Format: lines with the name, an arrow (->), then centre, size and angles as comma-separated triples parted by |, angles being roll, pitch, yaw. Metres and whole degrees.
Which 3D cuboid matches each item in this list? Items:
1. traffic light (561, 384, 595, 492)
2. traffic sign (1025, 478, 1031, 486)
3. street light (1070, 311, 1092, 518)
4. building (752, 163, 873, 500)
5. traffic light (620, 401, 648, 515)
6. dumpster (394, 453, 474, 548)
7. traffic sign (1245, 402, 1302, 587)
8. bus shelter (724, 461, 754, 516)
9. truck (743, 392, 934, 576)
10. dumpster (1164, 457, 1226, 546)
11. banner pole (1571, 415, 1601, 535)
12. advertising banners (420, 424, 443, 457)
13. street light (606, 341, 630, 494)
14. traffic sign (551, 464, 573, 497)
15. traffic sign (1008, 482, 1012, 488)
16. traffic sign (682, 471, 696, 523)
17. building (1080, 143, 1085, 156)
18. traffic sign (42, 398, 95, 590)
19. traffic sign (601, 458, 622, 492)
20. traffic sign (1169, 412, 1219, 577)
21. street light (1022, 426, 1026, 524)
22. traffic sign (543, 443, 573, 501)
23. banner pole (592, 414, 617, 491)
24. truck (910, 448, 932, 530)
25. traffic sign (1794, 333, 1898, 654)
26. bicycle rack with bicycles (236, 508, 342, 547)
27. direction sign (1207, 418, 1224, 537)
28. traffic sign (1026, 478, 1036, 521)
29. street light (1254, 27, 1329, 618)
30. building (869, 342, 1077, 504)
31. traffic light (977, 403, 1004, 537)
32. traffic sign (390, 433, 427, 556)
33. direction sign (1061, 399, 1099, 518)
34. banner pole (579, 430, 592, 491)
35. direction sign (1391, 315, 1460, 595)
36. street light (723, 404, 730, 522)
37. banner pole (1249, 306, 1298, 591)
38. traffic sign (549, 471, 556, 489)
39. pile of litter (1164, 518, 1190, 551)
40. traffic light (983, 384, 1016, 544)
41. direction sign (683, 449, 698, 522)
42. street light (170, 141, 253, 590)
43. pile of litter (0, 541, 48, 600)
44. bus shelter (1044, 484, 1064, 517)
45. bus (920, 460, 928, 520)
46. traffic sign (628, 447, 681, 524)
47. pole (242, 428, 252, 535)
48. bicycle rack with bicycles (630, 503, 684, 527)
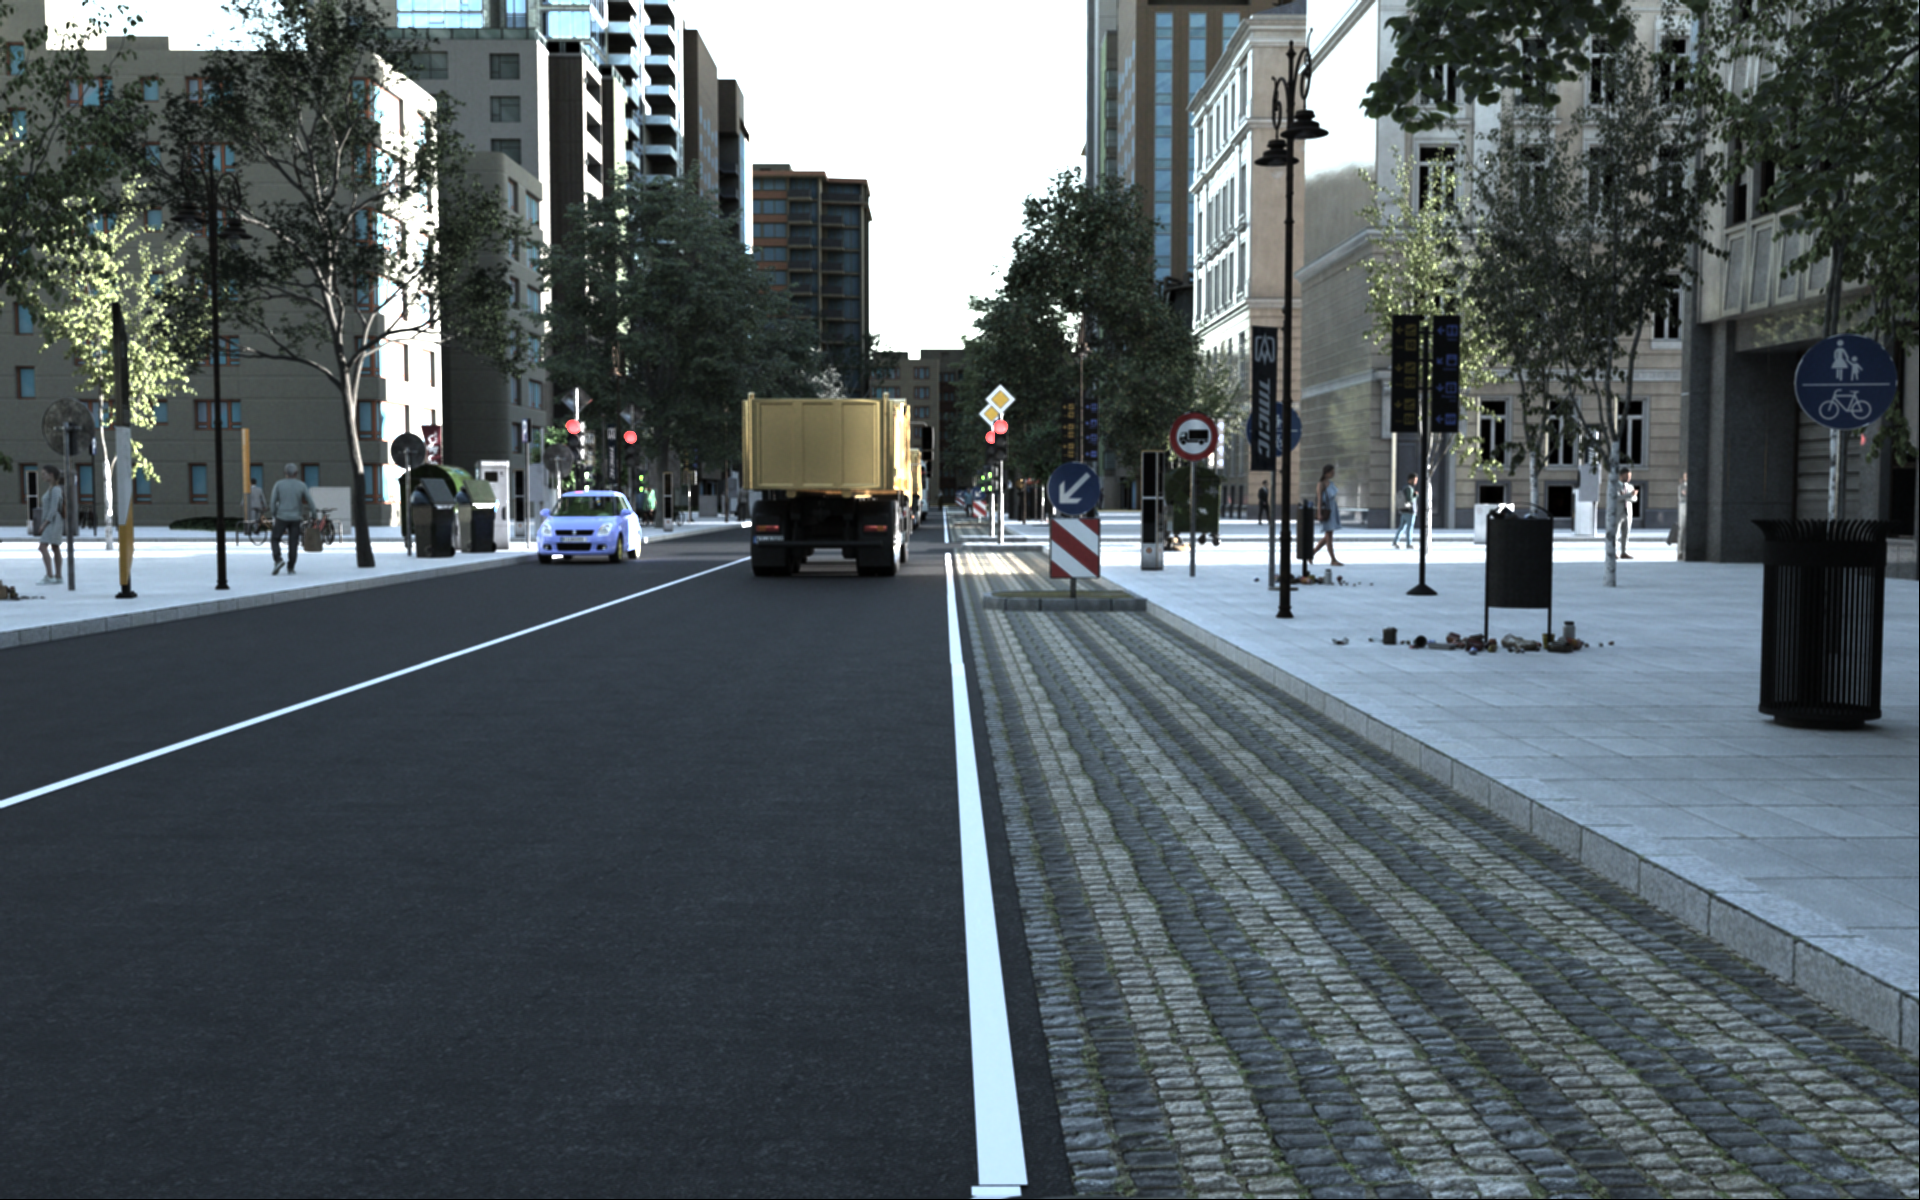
traffic light -> -9.750, -3.377, 44.140 | 0.839, 4.253, 0.868 | 0, 4, -1
traffic sign -> 3.795, -5.865, 95.999 | 0.768, 2.556, 0.104 | 0, 4, 4
street light -> 3.057, -4.351, 43.919 | 0.468, 5.910, 1.993 | 0, 4, -1
building -> -26.320, -35.313, 231.997 | 28.867, 44.769, 22.147 | 0, 4, -1
traffic light -> -9.830, -3.866, 52.125 | 0.839, 4.253, 0.868 | 0, 4, -1
dumpster -> -12.450, -2.368, 41.206 | 1.502, 2.255, 1.985 | 0, 4, 0
traffic sign -> 4.319, -1.456, 23.920 | 0.768, 2.556, 0.104 | 0, 4, 8
bus shelter -> -12.808, -6.701, 103.487 | 2.014, 3.302, 5.546 | 0, 4, -1
truck -> -2.340, -2.326, 33.955 | 3.469, 3.379, 9.791 | 0, 4, 1
dumpster -> 5.766, -2.499, 43.349 | 1.502, 2.255, 1.985 | 0, 4, -1
banner pole -> 19.774, -3.954, 54.670 | 0.863, 3.779, 0.401 | 2, 4, 27
advertising banners -> -12.577, -2.919, 43.906 | 2.074, 3.025, 0.090 | -2, 4, -23
street light -> -10.309, -4.867, 52.364 | 0.468, 5.910, 1.993 | 0, 4, -1
traffic sign -> -12.637, -3.349, 54.862 | 0.768, 2.556, 0.104 | 0, 4, 8
traffic sign -> 3.530, -7.693, 127.912 | 0.606, 2.300, 0.079 | 0, 4, 5
traffic sign -> -11.857, -4.507, 75.817 | 0.606, 2.300, 0.079 | 0, 4, 8
building -> 31.068, -39.545, 235.798 | 27.495, 52.752, 28.713 | 0, 4, -1
traffic sign -> -11.854, -1.402, 23.032 | 0.768, 2.556, 0.104 | 1, 4, 9
traffic sign -> -12.058, -3.657, 59.904 | 0.768, 2.556, 0.104 | 1, 4, 8
traffic sign -> 3.620, -1.638, 26.888 | 0.768, 2.556, 0.104 | 0, 4, 1
street light -> 2.758, -6.203, 74.214 | 0.468, 5.910, 1.993 | 0, 4, -1
traffic sign -> -10.060, -2.646, 43.360 | 0.768, 2.556, 0.104 | 0, 4, 2
banner pole -> -10.991, -3.927, 54.222 | 0.401, 3.779, 0.863 | 2, 4, 28
truck -> -2.997, -4.684, 72.509 | 3.469, 3.379, 9.791 | 0, 4, 1
traffic sign -> 7.036, -0.840, 13.843 | 0.768, 2.556, 0.104 | 1, 4, 9
bicycle rack with bicycles -> -16.633, -1.843, 43.512 | 2.852, 0.926, 2.925 | 1, 4, 12
direction sign -> 7.666, -3.672, 52.031 | 0.379, 3.537, 0.876 | 3, 5, 40
traffic sign -> 3.581, -5.012, 81.954 | 0.884, 2.594, 0.081 | 0, 4, 4
street light -> 3.375, -2.754, 17.823 | 0.468, 5.910, 1.993 | 0, 4, -1
building -> 2.675, -23.886, 235.568 | 28.899, 21.520, 27.650 | 0, 4, -1
traffic light -> 0.931, -3.873, 52.247 | 0.839, 4.253, 0.868 | 0, 4, -1
traffic sign -> -11.422, -2.187, 35.862 | 0.768, 2.556, 0.104 | 0, 4, 3
direction sign -> 2.846, -3.009, 41.186 | 0.876, 3.537, 0.379 | 0, 4, 8
banner pole -> -12.793, -4.236, 59.278 | 0.401, 3.779, 0.863 | 3, 5, 44
direction sign -> 5.893, -1.834, 21.991 | 0.876, 3.537, 0.379 | 0, 4, -6
street light -> -10.599, -6.463, 78.459 | 0.468, 5.910, 1.993 | 0, 4, -1
banner pole -> 4.137, -2.012, 22.921 | 0.863, 3.779, 0.401 | -2, 4, -35
traffic sign -> -13.372, -3.475, 56.915 | 0.768, 2.556, 0.104 | 1, 4, 9
pile of litter -> 4.765, -1.569, 39.620 | 1.176, 0.858, 1.719 | 1, 4, 16
traffic light -> 1.010, -3.385, 44.263 | 0.839, 4.253, 0.868 | 0, 4, -1
direction sign -> -12.477, -5.392, 80.164 | 0.379, 3.537, 0.876 | 3, 5, 40
street light -> -9.947, -3.082, 23.176 | 0.468, 5.910, 1.993 | 0, 4, -1
pile of litter -> -12.101, -0.434, 21.069 | 1.719, 0.858, 1.176 | 1, 4, 13
bus shelter -> 5.450, -6.561, 98.560 | 1.731, 3.624, 6.357 | 0, 4, -1
bus -> -3.252, -6.337, 98.463 | 2.948, 3.499, 13.247 | 0, 4, -3
traffic sign -> -13.089, -4.909, 74.130 | 2.265, 3.308, 0.079 | 0, 4, 2
pole -> -22.143, -3.665, 53.763 | 0.158, 3.312, 0.155 | 0, 3, 0
bicycle rack with bicycles -> -12.285, -3.423, 69.345 | 2.925, 0.926, 2.852 | -3, 5, -44
